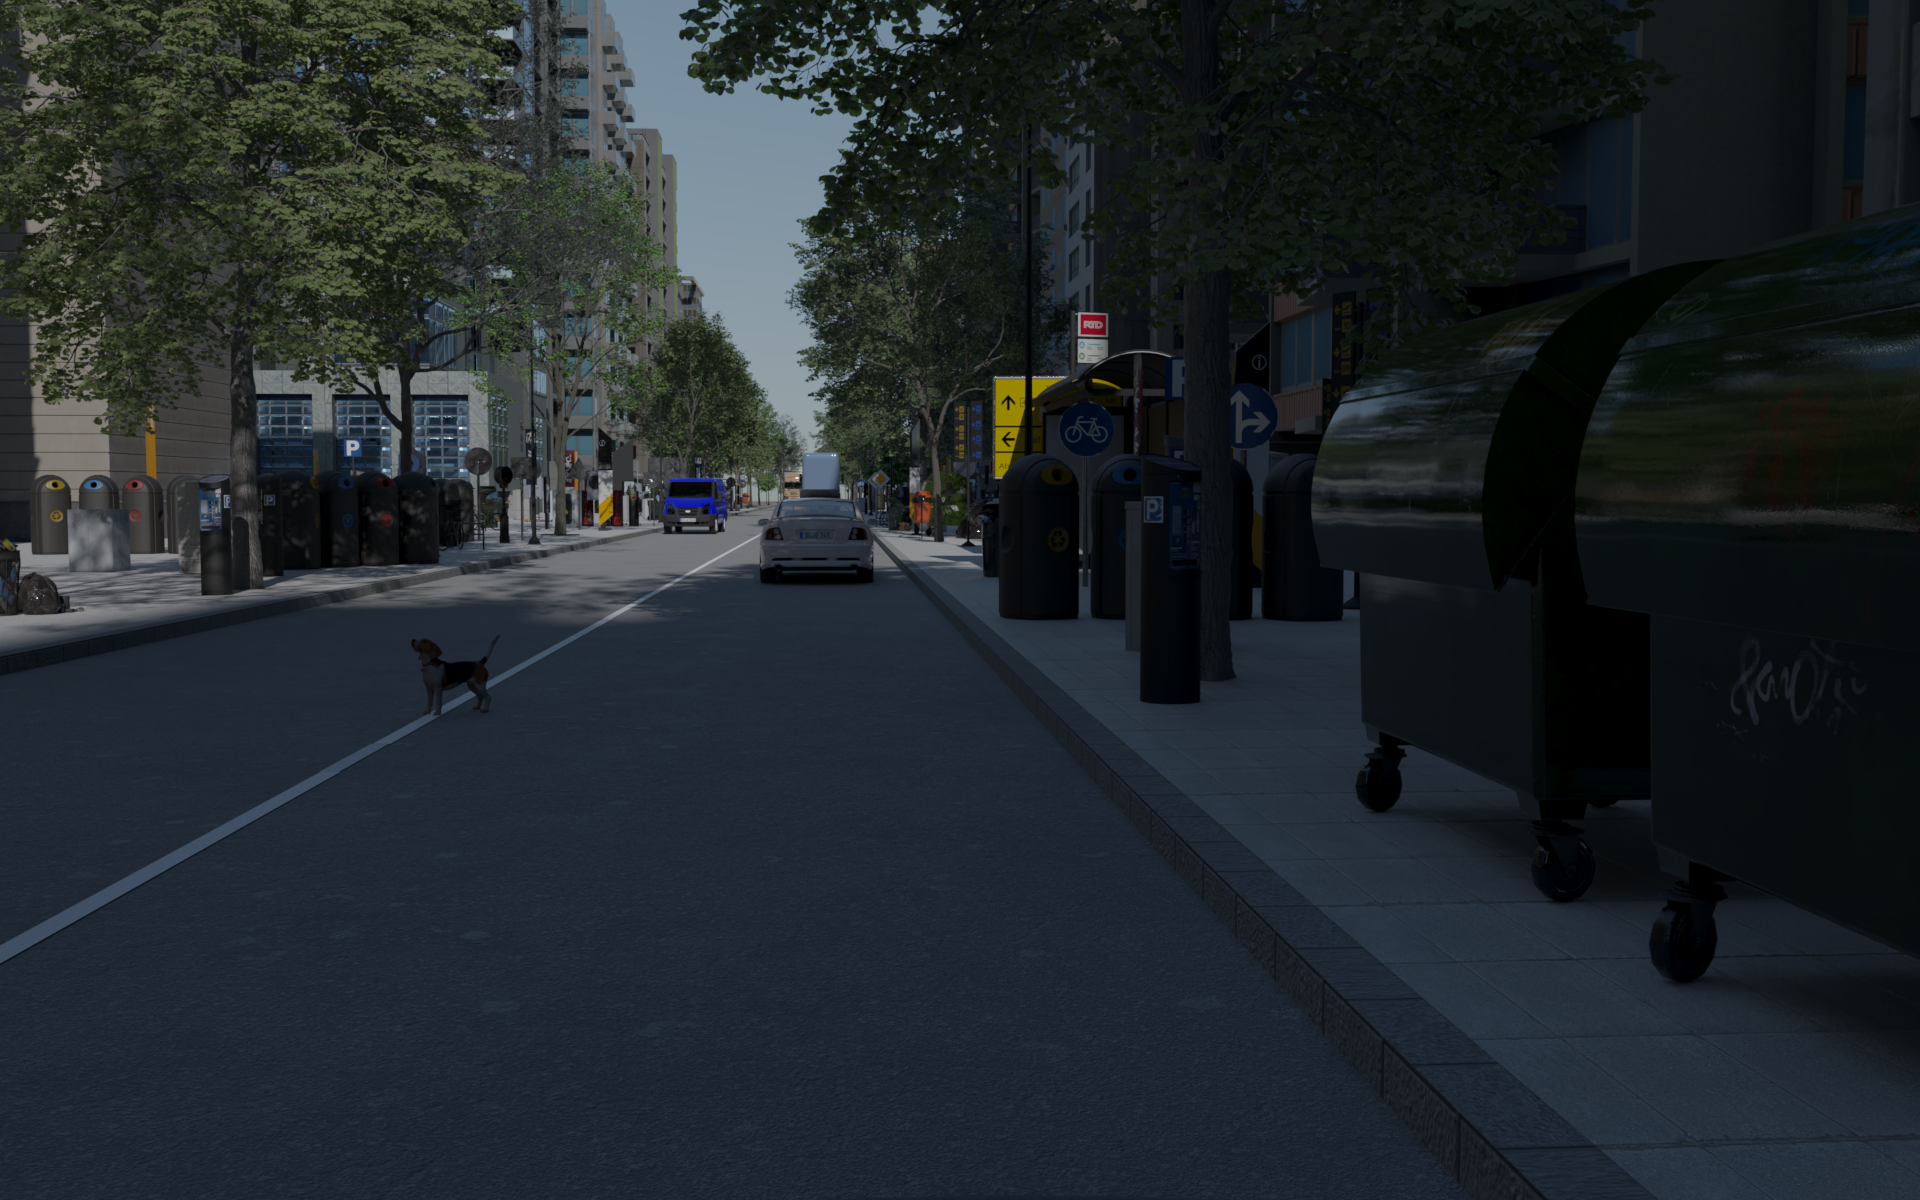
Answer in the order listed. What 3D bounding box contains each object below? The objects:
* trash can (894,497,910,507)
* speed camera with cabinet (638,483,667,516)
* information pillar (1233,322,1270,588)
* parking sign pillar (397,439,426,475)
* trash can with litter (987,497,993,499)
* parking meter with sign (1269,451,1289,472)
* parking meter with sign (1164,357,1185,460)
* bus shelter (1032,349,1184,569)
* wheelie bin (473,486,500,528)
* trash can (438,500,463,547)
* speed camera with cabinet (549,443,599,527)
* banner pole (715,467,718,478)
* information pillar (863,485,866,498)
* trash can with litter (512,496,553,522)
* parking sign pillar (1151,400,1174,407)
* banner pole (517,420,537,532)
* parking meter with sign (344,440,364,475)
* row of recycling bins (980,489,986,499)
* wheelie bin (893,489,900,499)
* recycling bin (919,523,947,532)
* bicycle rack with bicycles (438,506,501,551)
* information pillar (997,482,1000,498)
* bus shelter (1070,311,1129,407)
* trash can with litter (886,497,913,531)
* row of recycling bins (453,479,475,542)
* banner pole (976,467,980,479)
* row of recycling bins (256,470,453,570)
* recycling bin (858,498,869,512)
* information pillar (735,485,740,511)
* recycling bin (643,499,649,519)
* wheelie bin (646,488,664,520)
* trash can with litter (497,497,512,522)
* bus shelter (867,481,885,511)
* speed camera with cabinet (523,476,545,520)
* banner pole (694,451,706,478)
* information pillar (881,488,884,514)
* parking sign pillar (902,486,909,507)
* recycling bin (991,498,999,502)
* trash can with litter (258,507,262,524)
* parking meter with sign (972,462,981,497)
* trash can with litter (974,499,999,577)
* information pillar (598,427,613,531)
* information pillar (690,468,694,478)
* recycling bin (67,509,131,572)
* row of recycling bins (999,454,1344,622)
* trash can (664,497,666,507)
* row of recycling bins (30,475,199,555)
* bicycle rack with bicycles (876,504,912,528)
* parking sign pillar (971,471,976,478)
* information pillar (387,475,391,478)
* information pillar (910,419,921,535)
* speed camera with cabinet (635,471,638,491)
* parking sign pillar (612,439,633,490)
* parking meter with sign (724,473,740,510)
[{"bbox_3d":[-3.109,-4.650,87.684,0.748,1.137,0.748,0,3,0],"label":"trash can"},{"bbox_3d":[-17.255,-6.434,99.528,2.038,3.252,0.660,1,4,18],"label":"speed camera with cabinet"},{"bbox_3d":[3.982,-1.972,23.601,0.504,3.616,0.183,0,4,-6],"label":"information pillar"},{"bbox_3d":[-26.638,-5.855,84.199,1.447,3.967,1.447,0,4,7],"label":"parking sign pillar"},{"bbox_3d":[0.613,-2.786,56.931,1.055,1.170,0.624,2,4,29],"label":"trash can with litter"},{"bbox_3d":[5.389,-2.068,30.073,0.543,3.016,1.738,3,4,39],"label":"parking meter with sign"},{"bbox_3d":[2.947,-1.628,22.887,0.543,3.016,1.738,0,4,5],"label":"parking meter with sign"},{"bbox_3d":[2.357,-2.024,27.024,2.014,3.302,5.546,0,4,-4],"label":"bus shelter"},{"bbox_3d":[-17.897,-3.534,65.687,0.980,1.594,0.693,0,3,0],"label":"wheelie bin"},{"bbox_3d":[-12.555,-1.885,42.481,0.748,1.137,0.748,0,3,0],"label":"trash can"},{"bbox_3d":[-14.645,-4.428,66.727,2.038,3.252,0.660,0,4,5],"label":"speed camera with cabinet"},{"bbox_3d":[-16.074,-7.647,115.045,0.401,3.779,0.863,-3,4,-36],"label":"banner pole"},{"bbox_3d":[-7.884,-8.504,143.535,0.304,2.012,0.304,0,4,-6],"label":"information pillar"},{"bbox_3d":[-19.197,-4.166,79.169,2.233,1.210,1.678,1,4,23],"label":"trash can with litter"},{"bbox_3d":[4.602,-3.078,38.804,1.447,3.967,1.447,-1,4,-14],"label":"parking sign pillar"},{"bbox_3d":[-14.613,-4.190,58.525,0.863,3.779,0.401,2,4,26],"label":"banner pole"},{"bbox_3d":[-19.427,-3.667,56.210,0.543,3.016,1.738,0,4,-3],"label":"parking meter with sign"},{"bbox_3d":[1.122,-7.457,129.030,1.069,1.692,3.534,2,4,30],"label":"row of recycling bins"},{"bbox_3d":[-4.081,-6.430,113.045,0.693,1.594,0.980,-3,5,-42],"label":"wheelie bin"},{"bbox_3d":[-0.930,-2.859,59.302,0.722,1.027,0.722,-2,4,-35],"label":"recycling bin"},{"bbox_3d":[-12.271,-1.627,39.986,2.852,0.926,2.925,-3,4,-38],"label":"bicycle rack with bicycles"},{"bbox_3d":[2.509,-6.337,108.109,0.304,2.012,0.304,-3,4,-37],"label":"information pillar"},{"bbox_3d":[2.390,-3.551,35.683,2.179,5.291,8.768,0,4,-4],"label":"bus shelter"},{"bbox_3d":[-2.081,-3.003,60.486,1.055,1.170,0.624,3,5,43],"label":"trash can with litter"},{"bbox_3d":[-13.793,-2.325,45.128,1.069,1.692,3.534,1,4,16],"label":"row of recycling bins"},{"bbox_3d":[1.356,-9.189,140.250,0.401,3.779,0.863,-3,4,-36],"label":"banner pole"},{"bbox_3d":[-10.768,-1.445,30.745,1.069,1.692,3.534,2,4,29],"label":"row of recycling bins"},{"bbox_3d":[-7.007,-6.909,125.510,0.722,1.027,0.722,0,4,3],"label":"recycling bin"},{"bbox_3d":[-17.203,-7.916,133.914,0.304,2.012,0.304,-2,4,-35],"label":"information pillar"},{"bbox_3d":[-15.659,-4.601,87.779,0.722,1.027,0.722,-1,4,-17],"label":"recycling bin"},{"bbox_3d":[-14.922,-4.708,84.878,0.980,1.594,0.693,3,5,42],"label":"wheelie bin"},{"bbox_3d":[-21.247,-4.199,80.033,0.624,1.170,1.055,1,4,23],"label":"trash can with litter"},{"bbox_3d":[-6.470,-9.758,137.182,2.179,5.291,8.768,0,4,-4],"label":"bus shelter"},{"bbox_3d":[-19.656,-5.360,81.978,0.660,3.252,2.038,3,5,43],"label":"speed camera with cabinet"},{"bbox_3d":[-14.789,-6.658,98.870,0.863,3.779,0.401,-2,4,-31],"label":"banner pole"},{"bbox_3d":[-4.943,-7.300,110.703,0.183,3.616,0.504,0,4,1],"label":"information pillar"},{"bbox_3d":[-2.924,-7.136,105.141,1.447,3.967,1.447,-2,4,-27],"label":"parking sign pillar"},{"bbox_3d":[2.253,-5.317,99.484,0.722,1.027,0.722,3,5,41],"label":"recycling bin"},{"bbox_3d":[-12.893,-1.288,32.445,0.624,1.170,1.055,-2,4,-26],"label":"trash can with litter"},{"bbox_3d":[0.733,-5.185,81.040,0.543,3.016,1.738,1,4,9],"label":"parking meter with sign"},{"bbox_3d":[0.542,-0.959,27.060,0.624,1.170,1.055,0,4,2],"label":"trash can with litter"},{"bbox_3d":[-12.369,-4.222,60.382,0.504,3.616,0.183,0,4,-3],"label":"information pillar"},{"bbox_3d":[-21.205,-8.912,137.067,0.504,3.616,0.183,3,4,38],"label":"information pillar"},{"bbox_3d":[-14.288,-0.991,28.755,0.722,1.027,0.722,0,4,-1],"label":"recycling bin"},{"bbox_3d":[2.156,-0.660,17.902,3.534,1.692,1.069,0,4,4],"label":"row of recycling bins"},{"bbox_3d":[-14.871,-4.720,88.823,0.748,1.137,0.748,0,3,0],"label":"trash can"},{"bbox_3d":[-18.027,-1.837,37.140,3.534,1.692,1.069,-1,4,-11],"label":"row of recycling bins"},{"bbox_3d":[-1.948,-3.252,66.548,2.925,0.926,2.852,-1,4,-16],"label":"bicycle rack with bicycles"},{"bbox_3d":[0.630,-7.891,117.492,1.447,3.967,1.447,2,4,29],"label":"parking sign pillar"},{"bbox_3d":[-22.544,-3.897,68.215,0.304,2.012,0.304,-1,4,-14],"label":"information pillar"},{"bbox_3d":[-1.402,-3.836,54.075,0.183,3.616,0.504,2,4,30],"label":"information pillar"},{"bbox_3d":[-27.875,-9.290,146.228,2.038,3.252,0.660,2,4,27],"label":"speed camera with cabinet"},{"bbox_3d":[-16.671,-5.891,84.787,1.447,3.967,1.447,-1,4,-21],"label":"parking sign pillar"},{"bbox_3d":[-19.175,-9.023,143.789,1.738,3.016,0.543,2,4,25],"label":"parking meter with sign"}]
